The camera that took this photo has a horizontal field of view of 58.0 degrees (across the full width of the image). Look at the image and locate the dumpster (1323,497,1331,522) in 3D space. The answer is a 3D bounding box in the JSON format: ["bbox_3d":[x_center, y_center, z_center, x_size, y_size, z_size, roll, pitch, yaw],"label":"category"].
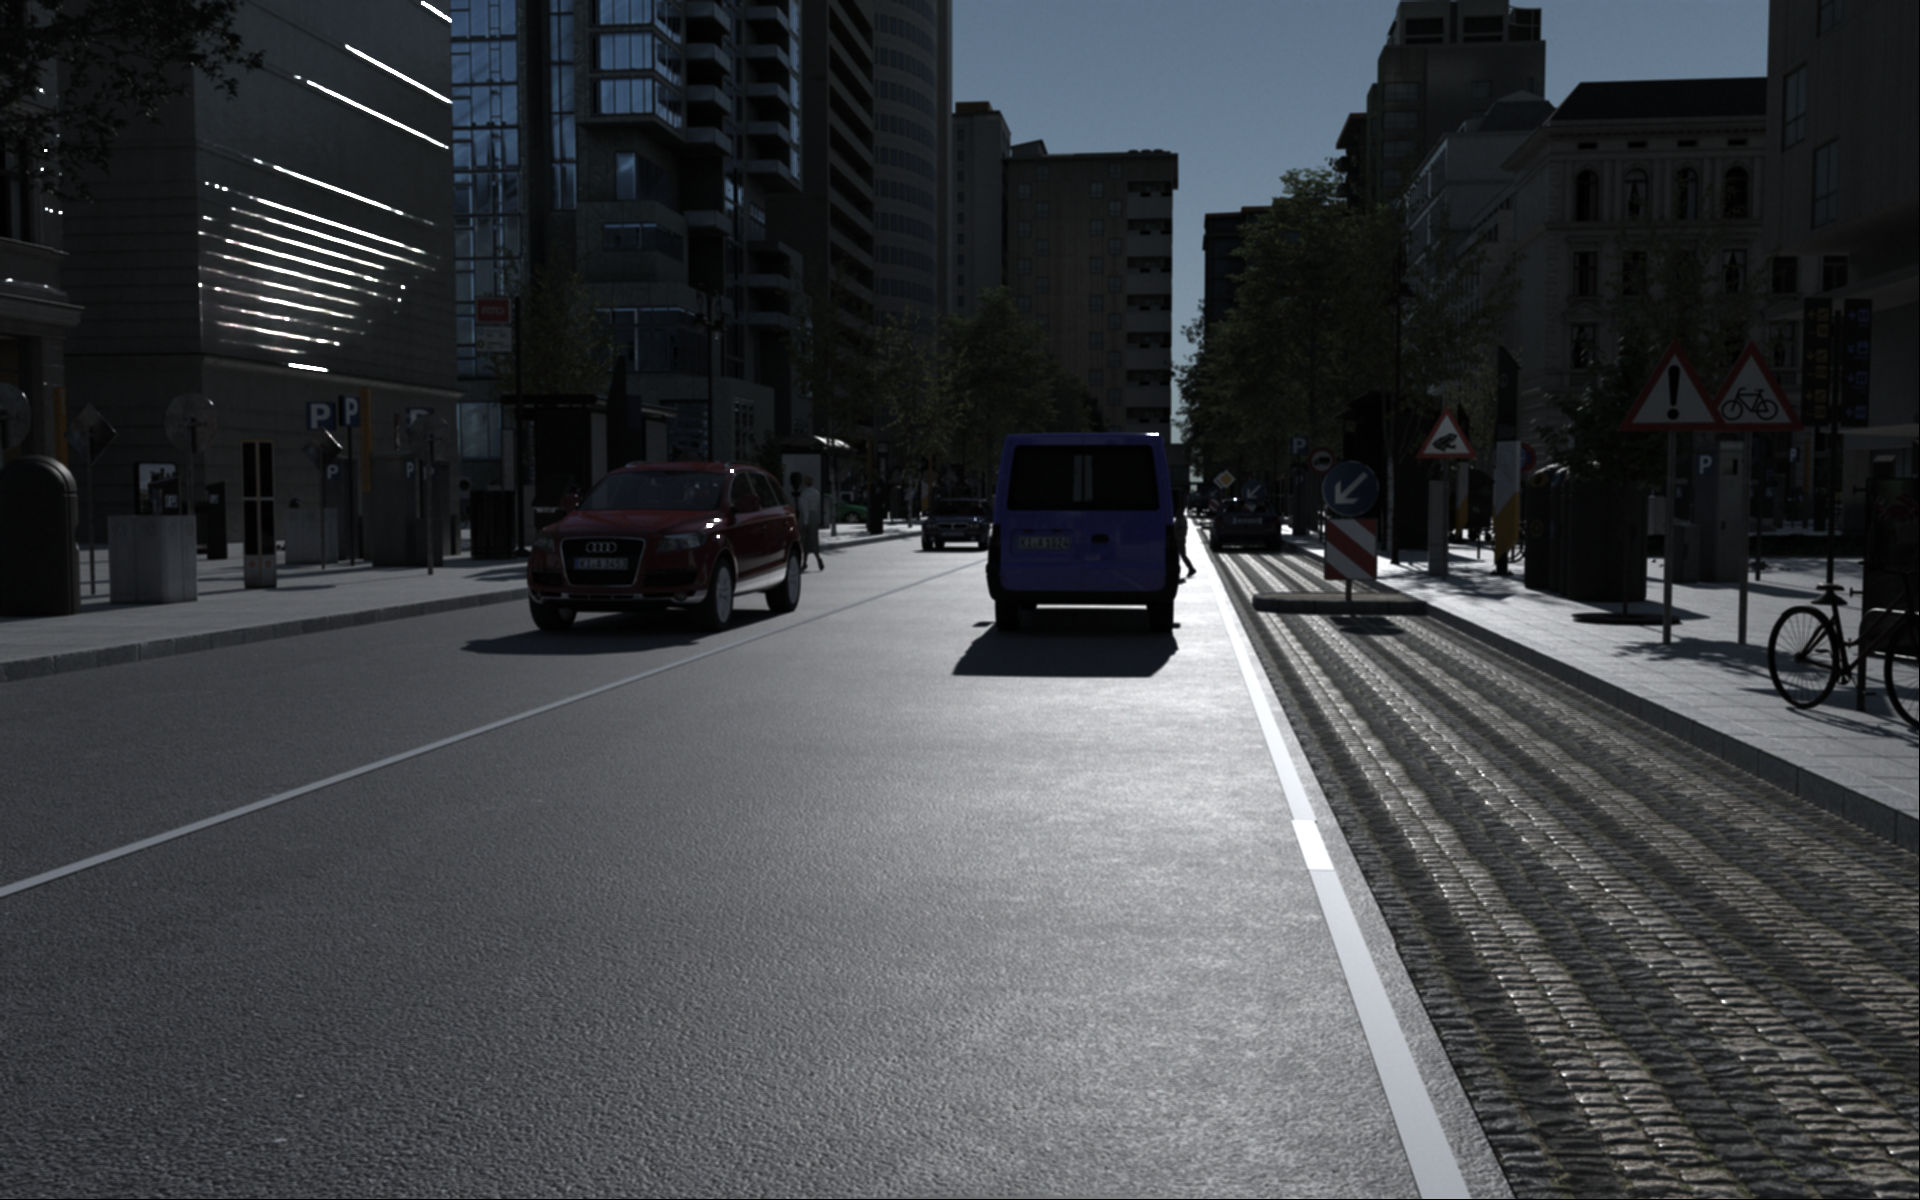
[{"bbox_3d":[17.150,-4.647,78.468,1.502,2.255,1.985,0,4,7],"label":"dumpster"}]

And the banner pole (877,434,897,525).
[{"bbox_3d":[-3.036,-4.990,71.598,0.863,3.779,0.401,0,4,-8],"label":"banner pole"}]

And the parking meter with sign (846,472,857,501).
[{"bbox_3d":[-8.283,-8.373,133.161,0.543,3.016,1.738,-2,4,-28],"label":"parking meter with sign"}]

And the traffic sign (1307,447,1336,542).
[{"bbox_3d":[9.749,-2.850,46.700,0.768,2.556,0.104,1,4,15],"label":"traffic sign"}]

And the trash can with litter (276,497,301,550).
[{"bbox_3d":[-15.316,-1.787,40.282,1.678,1.210,2.233,-1,4,-16],"label":"trash can with litter"}]

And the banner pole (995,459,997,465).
[{"bbox_3d":[2.432,-7.293,109.262,0.863,3.779,0.401,-2,4,-29],"label":"banner pole"}]

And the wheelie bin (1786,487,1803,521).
[{"bbox_3d":[39.381,-4.505,81.570,0.693,1.594,0.980,-1,4,-21],"label":"wheelie bin"}]

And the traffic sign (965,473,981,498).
[{"bbox_3d":[0.601,-4.671,80.006,0.795,2.450,0.064,0,4,7],"label":"traffic sign"}]

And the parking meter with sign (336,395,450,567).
[{"bbox_3d":[-10.020,-2.101,30.610,1.738,3.016,0.543,1,4,12],"label":"parking meter with sign"}]

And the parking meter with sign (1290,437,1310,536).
[{"bbox_3d":[10.576,-3.510,53.644,0.543,3.016,1.738,1,4,17],"label":"parking meter with sign"}]

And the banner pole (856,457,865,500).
[{"bbox_3d":[-6.630,-7.647,115.047,0.863,3.779,0.401,-3,4,-37],"label":"banner pole"}]

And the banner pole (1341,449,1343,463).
[{"bbox_3d":[18.910,-5.811,85.028,0.401,3.779,0.863,3,5,45],"label":"banner pole"}]

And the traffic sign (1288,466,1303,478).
[{"bbox_3d":[15.497,-4.879,79.884,0.768,2.556,0.104,1,4,16],"label":"traffic sign"}]

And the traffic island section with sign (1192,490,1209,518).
[{"bbox_3d":[14.987,-5.775,103.043,1.989,1.847,2.006,0,4,7],"label":"traffic island section with sign"}]

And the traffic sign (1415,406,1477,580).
[{"bbox_3d":[7.217,-1.575,25.750,0.884,2.594,0.081,1,4,14],"label":"traffic sign"}]

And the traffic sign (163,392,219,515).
[{"bbox_3d":[-9.600,-1.315,21.605,0.768,2.556,0.104,1,4,11],"label":"traffic sign"}]

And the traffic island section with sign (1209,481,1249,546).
[{"bbox_3d":[8.070,-2.434,48.423,1.989,1.847,2.006,0,4,7],"label":"traffic island section with sign"}]

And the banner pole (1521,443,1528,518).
[{"bbox_3d":[27.646,-5.811,85.034,0.401,3.779,0.863,-1,4,-20],"label":"banner pole"}]

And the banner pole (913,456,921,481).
[{"bbox_3d":[-2.855,-7.582,113.980,0.863,3.779,0.401,-2,4,-27],"label":"banner pole"}]

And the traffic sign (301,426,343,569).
[{"bbox_3d":[-10.838,-1.727,29.420,0.795,2.450,0.064,1,4,14],"label":"traffic sign"}]

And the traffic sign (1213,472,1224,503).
[{"bbox_3d":[11.853,-4.583,78.566,0.795,2.450,0.064,0,4,7],"label":"traffic sign"}]

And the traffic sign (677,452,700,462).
[{"bbox_3d":[-8.145,-3.169,51.911,0.768,2.556,0.104,1,4,11],"label":"traffic sign"}]

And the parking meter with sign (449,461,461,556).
[{"bbox_3d":[-10.828,-2.418,35.800,0.543,3.016,1.738,0,4,4],"label":"parking meter with sign"}]

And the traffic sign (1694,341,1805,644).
[{"bbox_3d":[6.712,-0.904,14.788,0.884,2.594,0.081,1,4,10],"label":"traffic sign"}]

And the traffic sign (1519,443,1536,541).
[{"bbox_3d":[14.043,-2.652,43.468,0.768,2.556,0.104,0,4,8],"label":"traffic sign"}]

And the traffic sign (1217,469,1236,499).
[{"bbox_3d":[10.850,-4.098,70.644,0.795,2.450,0.064,0,4,7],"label":"traffic sign"}]

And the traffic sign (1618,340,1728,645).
[{"bbox_3d":[6.020,-0.898,14.680,0.884,2.594,0.081,1,4,9],"label":"traffic sign"}]

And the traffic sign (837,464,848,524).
[{"bbox_3d":[-5.136,-4.496,73.614,0.768,2.556,0.104,1,4,13],"label":"traffic sign"}]

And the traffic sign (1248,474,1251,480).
[{"bbox_3d":[18.217,-6.567,107.480,0.768,2.556,0.104,1,4,14],"label":"traffic sign"}]

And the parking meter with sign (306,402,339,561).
[{"bbox_3d":[-11.991,-2.284,33.606,0.543,3.016,1.738,0,4,5],"label":"parking meter with sign"}]

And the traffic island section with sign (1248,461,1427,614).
[{"bbox_3d":[4.666,-0.789,21.525,1.989,1.847,2.006,0,4,7],"label":"traffic island section with sign"}]

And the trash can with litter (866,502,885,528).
[{"bbox_3d":[-3.259,-3.348,66.124,0.624,1.170,1.055,1,4,9],"label":"trash can with litter"}]

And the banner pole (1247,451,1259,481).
[{"bbox_3d":[16.951,-6.766,100.648,0.863,3.779,0.401,0,4,5],"label":"banner pole"}]

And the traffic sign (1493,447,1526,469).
[{"bbox_3d":[13.417,-2.585,42.368,0.768,2.556,0.104,1,4,12],"label":"traffic sign"}]

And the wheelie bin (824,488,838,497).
[{"bbox_3d":[-6.325,-4.667,84.220,0.980,1.594,0.693,2,4,29],"label":"wheelie bin"}]

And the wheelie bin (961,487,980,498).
[{"bbox_3d":[0.529,-4.584,82.862,0.980,1.594,0.693,-3,5,-43],"label":"wheelie bin"}]

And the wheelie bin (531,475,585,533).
[{"bbox_3d":[-6.606,-1.261,28.518,0.980,1.594,0.693,2,4,31],"label":"wheelie bin"}]

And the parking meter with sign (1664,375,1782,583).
[{"bbox_3d":[11.074,-1.772,25.240,1.738,3.016,0.543,-2,4,-25],"label":"parking meter with sign"}]

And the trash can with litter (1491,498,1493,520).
[{"bbox_3d":[26.956,-4.611,86.775,0.624,1.170,1.055,1,4,21],"label":"trash can with litter"}]

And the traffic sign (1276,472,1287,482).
[{"bbox_3d":[18.814,-6.222,101.830,0.768,2.556,0.104,1,4,12],"label":"traffic sign"}]

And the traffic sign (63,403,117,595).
[{"bbox_3d":[-11.040,-1.272,21.990,0.795,2.450,0.064,1,4,14],"label":"traffic sign"}]

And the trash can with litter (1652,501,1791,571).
[{"bbox_3d":[13.333,-1.152,29.897,1.678,1.210,2.233,-1,4,-14],"label":"trash can with litter"}]

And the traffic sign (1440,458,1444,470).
[{"bbox_3d":[14.327,-3.195,52.339,0.768,2.556,0.104,1,4,12],"label":"traffic sign"}]

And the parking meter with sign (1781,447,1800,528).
[{"bbox_3d":[30.434,-4.198,64.903,1.738,3.016,0.543,0,4,-3],"label":"parking meter with sign"}]

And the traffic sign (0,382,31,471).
[{"bbox_3d":[-10.891,-1.196,19.660,0.768,2.556,0.104,1,4,9],"label":"traffic sign"}]

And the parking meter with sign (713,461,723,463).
[{"bbox_3d":[-12.912,-5.692,89.318,0.543,3.016,1.738,2,4,25],"label":"parking meter with sign"}]

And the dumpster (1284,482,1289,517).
[{"bbox_3d":[15.096,-4.473,78.892,1.264,1.857,1.865,0,4,7],"label":"dumpster"}]

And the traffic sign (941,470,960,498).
[{"bbox_3d":[-0.402,-4.186,72.084,0.795,2.450,0.064,0,4,7],"label":"traffic sign"}]

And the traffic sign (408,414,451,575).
[{"bbox_3d":[-8.435,-1.676,27.514,0.768,2.556,0.104,1,4,16],"label":"traffic sign"}]

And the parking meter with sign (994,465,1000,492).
[{"bbox_3d":[2.311,-6.610,104.331,0.543,3.016,1.738,0,4,3],"label":"parking meter with sign"}]

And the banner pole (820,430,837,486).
[{"bbox_3d":[-5.164,-4.747,67.631,0.863,3.779,0.401,-2,4,-26],"label":"banner pole"}]
